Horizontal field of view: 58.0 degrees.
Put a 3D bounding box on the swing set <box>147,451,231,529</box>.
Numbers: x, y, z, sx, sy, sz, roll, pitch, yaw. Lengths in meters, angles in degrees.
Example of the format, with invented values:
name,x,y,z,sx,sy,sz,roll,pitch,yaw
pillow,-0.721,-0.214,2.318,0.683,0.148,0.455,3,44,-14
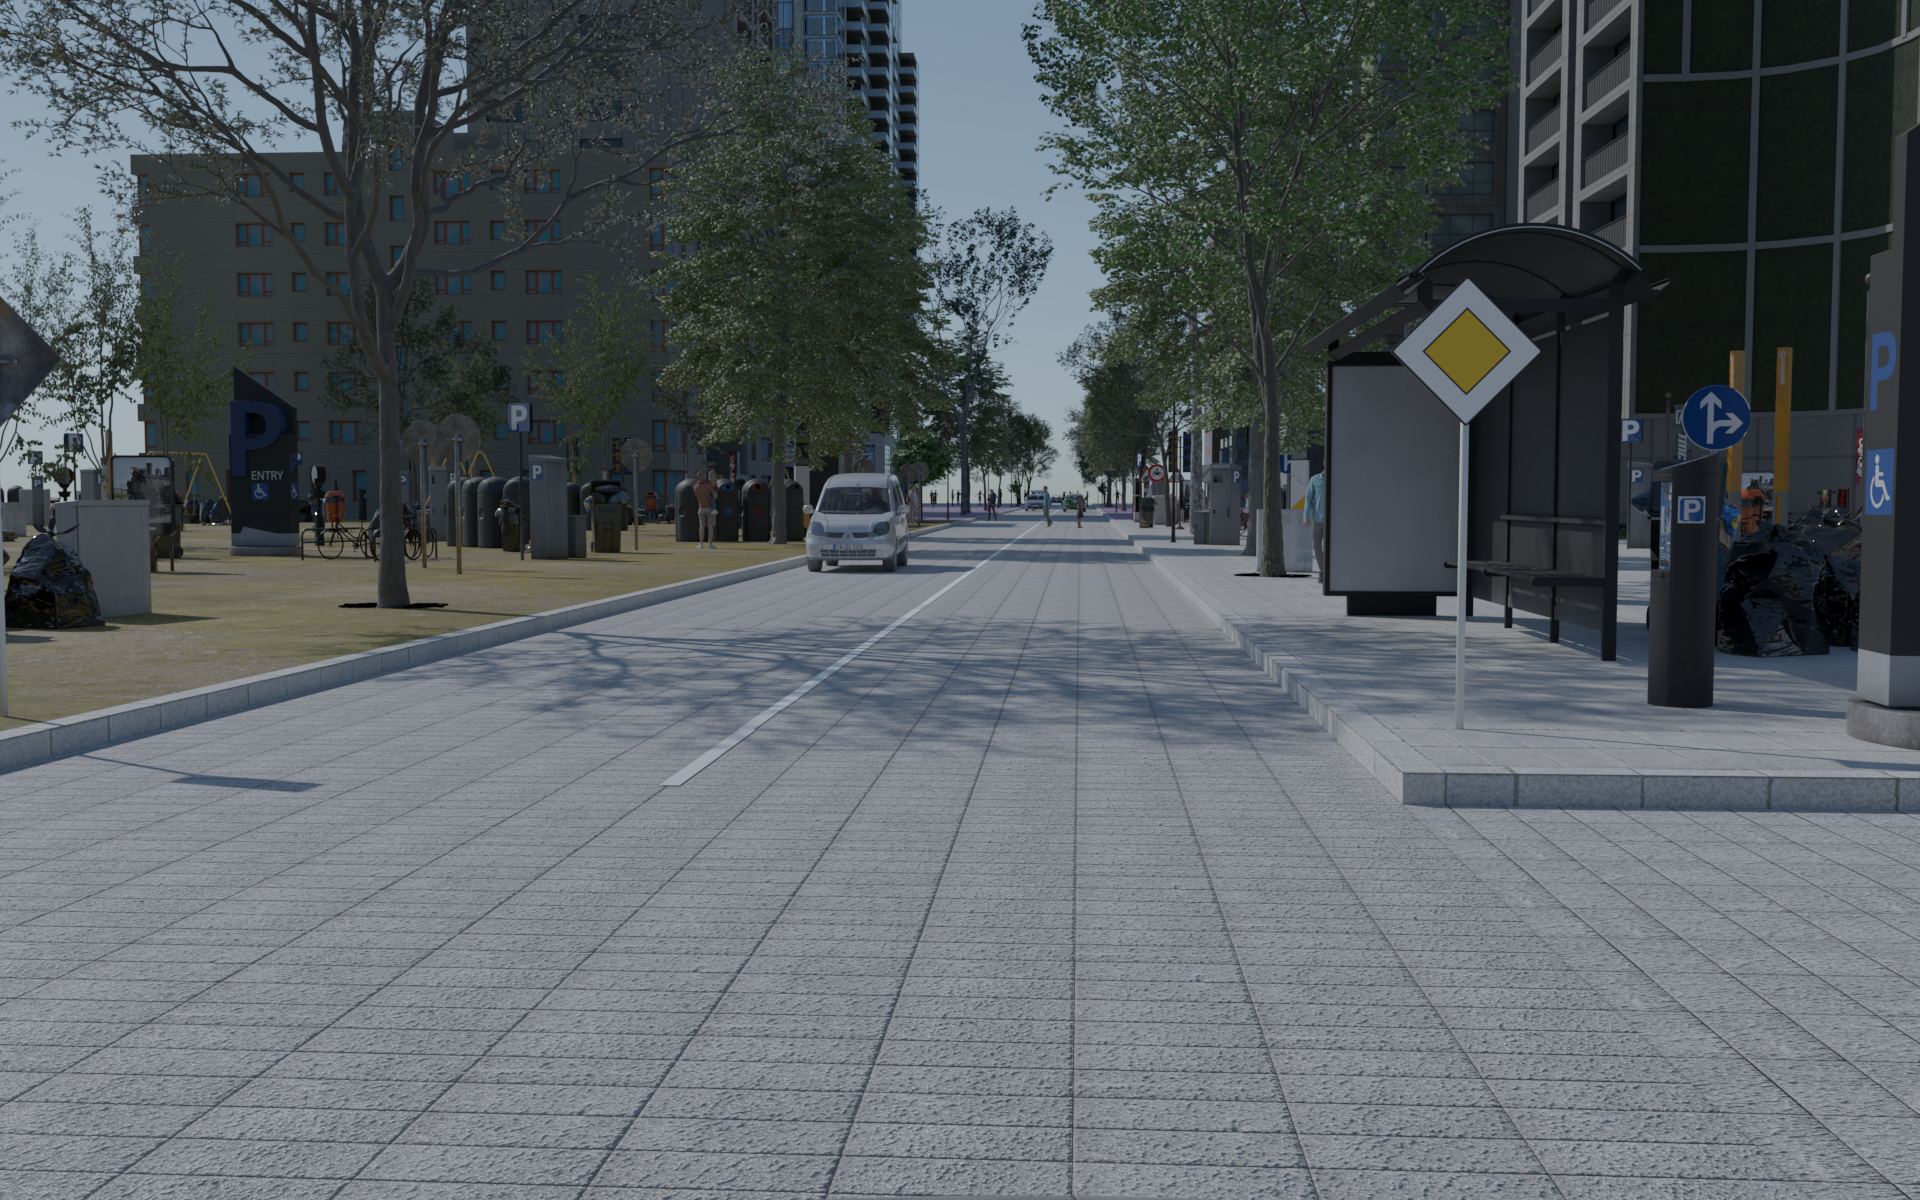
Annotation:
name,x,y,z,sx,sy,sz,roll,pitch,yaw
swing set,-29.226,-4.099,64.639,2.862,2.851,3.119,1,4,16

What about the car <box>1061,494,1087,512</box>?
name,x,y,z,sx,sy,sz,roll,pitch,yaw
car,9.210,-7.809,139.468,2.131,1.459,4.920,0,4,3

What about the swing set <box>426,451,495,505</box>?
name,x,y,z,sx,sy,sz,roll,pitch,yaw
swing set,-17.612,-3.924,61.774,2.862,2.851,3.119,0,4,4

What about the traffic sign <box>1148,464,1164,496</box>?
name,x,y,z,sx,sy,sz,roll,pitch,yaw
traffic sign,8.306,-4.462,73.066,0.768,2.556,0.104,1,4,9

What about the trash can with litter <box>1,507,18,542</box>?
name,x,y,z,sx,sy,sz,roll,pitch,yaw
trash can with litter,-26.120,-2.183,47.074,1.055,1.170,0.624,1,4,13

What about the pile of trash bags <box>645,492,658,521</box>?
name,x,y,z,sx,sy,sz,roll,pitch,yaw
pile of trash bags,-16.321,-4.527,83.768,3.447,1.369,1.912,0,4,0

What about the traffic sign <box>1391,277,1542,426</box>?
name,x,y,z,sx,sy,sz,roll,pitch,yaw
traffic sign,2.741,-0.438,9.355,0.795,2.593,0.064,0,4,4

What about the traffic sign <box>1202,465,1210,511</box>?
name,x,y,z,sx,sy,sz,roll,pitch,yaw
traffic sign,10.703,-4.618,75.614,0.768,2.556,0.104,0,4,5

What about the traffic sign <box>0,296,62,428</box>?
name,x,y,z,sx,sy,sz,roll,pitch,yaw
traffic sign,-5.531,-0.475,9.950,0.795,2.593,0.064,0,4,4

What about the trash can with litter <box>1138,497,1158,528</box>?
name,x,y,z,sx,sy,sz,roll,pitch,yaw
trash can with litter,7.091,-3.300,65.350,0.624,1.170,1.055,1,4,16

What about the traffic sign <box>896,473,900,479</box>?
name,x,y,z,sx,sy,sz,roll,pitch,yaw
traffic sign,-2.909,-5.051,82.590,0.884,2.594,0.081,0,4,6

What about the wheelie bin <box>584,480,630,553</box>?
name,x,y,z,sx,sy,sz,roll,pitch,yaw
wheelie bin,-7.736,-1.842,38.021,0.980,1.594,0.693,-1,4,-19

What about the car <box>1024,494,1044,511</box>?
name,x,y,z,sx,sy,sz,roll,pitch,yaw
car,6.331,-8.128,144.902,2.014,1.417,4.499,0,4,3

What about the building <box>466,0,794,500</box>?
name,x,y,z,sx,sy,sz,roll,pitch,yaw
building,-22.097,-41.989,124.765,20.563,71.187,20.611,0,4,4

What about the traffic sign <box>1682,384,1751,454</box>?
name,x,y,z,sx,sy,sz,roll,pitch,yaw
traffic sign,8.805,-1.232,20.251,0.768,2.556,0.104,0,4,8

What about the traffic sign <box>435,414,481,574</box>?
name,x,y,z,sx,sy,sz,roll,pitch,yaw
traffic sign,-8.019,-1.685,27.661,0.768,2.556,0.104,1,4,10

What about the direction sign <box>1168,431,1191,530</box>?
name,x,y,z,sx,sy,sz,roll,pitch,yaw
direction sign,7.969,-4.324,62.702,0.876,3.537,0.379,1,4,18

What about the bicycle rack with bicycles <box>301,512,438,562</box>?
name,x,y,z,sx,sy,sz,roll,pitch,yaw
bicycle rack with bicycles,-11.376,-1.263,34.027,2.852,0.926,2.925,2,4,24

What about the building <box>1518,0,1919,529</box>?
name,x,y,z,sx,sy,sz,roll,pitch,yaw
building,29.883,-37.906,58.011,20.563,71.187,20.611,0,4,4

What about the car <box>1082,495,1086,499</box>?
name,x,y,z,sx,sy,sz,roll,pitch,yaw
car,11.887,-10.290,177.283,2.155,1.783,4.494,0,4,3

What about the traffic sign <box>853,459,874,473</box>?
name,x,y,z,sx,sy,sz,roll,pitch,yaw
traffic sign,-3.464,-3.804,62.293,0.768,2.556,0.104,0,4,5

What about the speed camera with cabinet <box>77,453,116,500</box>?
name,x,y,z,sx,sy,sz,roll,pitch,yaw
speed camera with cabinet,-41.562,-5.463,83.663,2.038,3.252,0.660,0,4,-1

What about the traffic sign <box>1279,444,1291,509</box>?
name,x,y,z,sx,sy,sz,roll,pitch,yaw
traffic sign,8.349,-2.690,44.093,0.768,2.556,0.104,1,4,12

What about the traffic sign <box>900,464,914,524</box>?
name,x,y,z,sx,sy,sz,roll,pitch,yaw
traffic sign,-2.192,-4.518,73.967,0.768,2.556,0.104,0,4,5

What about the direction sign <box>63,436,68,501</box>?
name,x,y,z,sx,sy,sz,roll,pitch,yaw
direction sign,-34.692,-4.600,67.206,0.379,3.537,0.876,-2,4,-31

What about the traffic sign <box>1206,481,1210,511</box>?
name,x,y,z,sx,sy,sz,roll,pitch,yaw
traffic sign,11.046,-4.712,77.149,0.768,2.556,0.104,1,4,13

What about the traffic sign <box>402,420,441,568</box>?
name,x,y,z,sx,sy,sz,roll,pitch,yaw
traffic sign,-9.302,-1.829,30.007,0.768,2.556,0.104,1,4,9

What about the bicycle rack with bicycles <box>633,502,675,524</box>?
name,x,y,z,sx,sy,sz,roll,pitch,yaw
bicycle rack with bicycles,-13.403,-3.878,76.788,2.852,0.926,2.925,-2,4,-30

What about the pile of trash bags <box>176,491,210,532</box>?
name,x,y,z,sx,sy,sz,roll,pitch,yaw
pile of trash bags,-27.834,-3.078,60.084,3.447,1.369,1.912,3,5,42

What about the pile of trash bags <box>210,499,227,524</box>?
name,x,y,z,sx,sy,sz,roll,pitch,yaw
pile of trash bags,-33.705,-3.999,75.134,3.447,1.369,1.912,-2,4,-30

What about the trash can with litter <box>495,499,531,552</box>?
name,x,y,z,sx,sy,sz,roll,pitch,yaw
trash can with litter,-9.780,-1.667,38.637,1.055,1.170,0.624,-3,5,-41

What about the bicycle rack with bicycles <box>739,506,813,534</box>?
name,x,y,z,sx,sy,sz,roll,pitch,yaw
bicycle rack with bicycles,-5.715,-2.497,54.209,2.925,0.926,2.852,1,4,14

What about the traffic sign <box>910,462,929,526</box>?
name,x,y,z,sx,sy,sz,roll,pitch,yaw
traffic sign,-1.614,-4.193,68.657,0.768,2.556,0.104,1,4,12

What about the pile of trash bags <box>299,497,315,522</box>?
name,x,y,z,sx,sy,sz,roll,pitch,yaw
pile of trash bags,-29.886,-4.239,79.058,3.447,1.369,1.912,1,4,19

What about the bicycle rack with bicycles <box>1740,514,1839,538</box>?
name,x,y,z,sx,sy,sz,roll,pitch,yaw
bicycle rack with bicycles,14.408,-1.081,31.059,2.852,0.926,2.925,-1,4,-9

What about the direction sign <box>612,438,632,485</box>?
name,x,y,z,sx,sy,sz,roll,pitch,yaw
direction sign,-13.565,-4.749,69.637,0.876,3.537,0.379,1,4,19

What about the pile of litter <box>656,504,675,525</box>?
name,x,y,z,sx,sy,sz,roll,pitch,yaw
pile of litter,-12.163,-3.649,73.623,1.719,0.858,1.176,-1,4,-23

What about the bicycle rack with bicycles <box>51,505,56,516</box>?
name,x,y,z,sx,sy,sz,roll,pitch,yaw
bicycle rack with bicycles,-44.923,-4.432,85.853,2.925,0.926,2.852,1,4,19

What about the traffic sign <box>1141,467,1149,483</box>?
name,x,y,z,sx,sy,sz,roll,pitch,yaw
traffic sign,8.923,-5.060,82.736,0.884,2.594,0.081,1,4,13

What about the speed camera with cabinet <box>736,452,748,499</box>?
name,x,y,z,sx,sy,sz,roll,pitch,yaw
speed camera with cabinet,-11.034,-5.325,81.397,2.038,3.252,0.660,-1,4,-19

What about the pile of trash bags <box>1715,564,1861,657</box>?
name,x,y,z,sx,sy,sz,roll,pitch,yaw
pile of trash bags,7.705,-0.279,14.315,3.447,1.369,1.912,0,4,7

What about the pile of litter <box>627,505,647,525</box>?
name,x,y,z,sx,sy,sz,roll,pitch,yaw
pile of litter,-13.784,-3.512,71.380,1.719,0.858,1.176,-1,4,-10

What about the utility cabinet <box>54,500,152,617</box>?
name,x,y,z,sx,sy,sz,roll,pitch,yaw
utility cabinet,-8.994,-0.431,18.204,0.306,1.237,1.020,1,4,17

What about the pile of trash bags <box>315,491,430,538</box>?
name,x,y,z,sx,sy,sz,roll,pitch,yaw
pile of trash bags,-16.934,-2.525,51.037,3.447,1.369,1.912,-2,4,-31

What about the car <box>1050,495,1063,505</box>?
name,x,y,z,sx,sy,sz,roll,pitch,yaw
car,12.844,-13.331,230.543,1.945,1.354,3.894,0,4,3

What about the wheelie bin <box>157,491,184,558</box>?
name,x,y,z,sx,sy,sz,roll,pitch,yaw
wheelie bin,-16.022,-1.643,34.778,0.980,1.594,0.693,3,5,45

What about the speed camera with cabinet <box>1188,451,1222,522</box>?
name,x,y,z,sx,sy,sz,roll,pitch,yaw
speed camera with cabinet,11.216,-5.174,78.924,2.038,3.252,0.660,0,4,2

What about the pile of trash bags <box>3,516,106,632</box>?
name,x,y,z,sx,sy,sz,roll,pitch,yaw
pile of trash bags,-9.696,-0.361,15.657,1.912,1.369,3.447,1,4,21

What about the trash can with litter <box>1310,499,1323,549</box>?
name,x,y,z,sx,sy,sz,roll,pitch,yaw
trash can with litter,8.387,-1.801,40.511,1.678,1.210,2.233,-1,4,-17

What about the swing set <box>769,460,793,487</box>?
name,x,y,z,sx,sy,sz,roll,pitch,yaw
swing set,-7.482,-4.998,79.336,2.862,2.851,3.119,-3,5,-40

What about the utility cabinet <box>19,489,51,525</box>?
name,x,y,z,sx,sy,sz,roll,pitch,yaw
utility cabinet,-37.630,-3.778,70.444,1.173,1.500,0.318,0,4,6

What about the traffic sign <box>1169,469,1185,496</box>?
name,x,y,z,sx,sy,sz,roll,pitch,yaw
traffic sign,10.167,-4.971,81.273,0.884,2.594,0.081,1,4,9

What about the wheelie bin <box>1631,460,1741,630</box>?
name,x,y,z,sx,sy,sz,roll,pitch,yaw
wheelie bin,6.830,-0.514,16.312,0.980,1.594,0.693,2,4,30

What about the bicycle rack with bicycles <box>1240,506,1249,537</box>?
name,x,y,z,sx,sy,sz,roll,pitch,yaw
bicycle rack with bicycles,9.029,-2.383,52.345,2.925,0.926,2.852,0,4,2

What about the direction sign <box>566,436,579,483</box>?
name,x,y,z,sx,sy,sz,roll,pitch,yaw
direction sign,-15.038,-4.643,67.908,0.379,3.537,0.876,0,4,0

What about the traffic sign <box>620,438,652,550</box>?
name,x,y,z,sx,sy,sz,roll,pitch,yaw
traffic sign,-7.403,-2.413,39.558,0.768,2.556,0.104,1,4,10

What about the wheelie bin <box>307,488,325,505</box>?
name,x,y,z,sx,sy,sz,roll,pitch,yaw
wheelie bin,-31.646,-4.725,85.168,0.693,1.594,0.980,1,4,15

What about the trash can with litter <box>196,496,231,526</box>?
name,x,y,z,sx,sy,sz,roll,pitch,yaw
trash can with litter,-30.329,-3.637,70.518,1.678,1.210,2.233,1,4,23

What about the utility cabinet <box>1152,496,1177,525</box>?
name,x,y,z,sx,sy,sz,roll,pitch,yaw
utility cabinet,8.482,-3.712,71.847,1.020,1.237,0.306,-1,4,-18

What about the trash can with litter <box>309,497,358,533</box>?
name,x,y,z,sx,sy,sz,roll,pitch,yaw
trash can with litter,-21.037,-2.869,57.971,2.233,1.210,1.678,3,4,38
